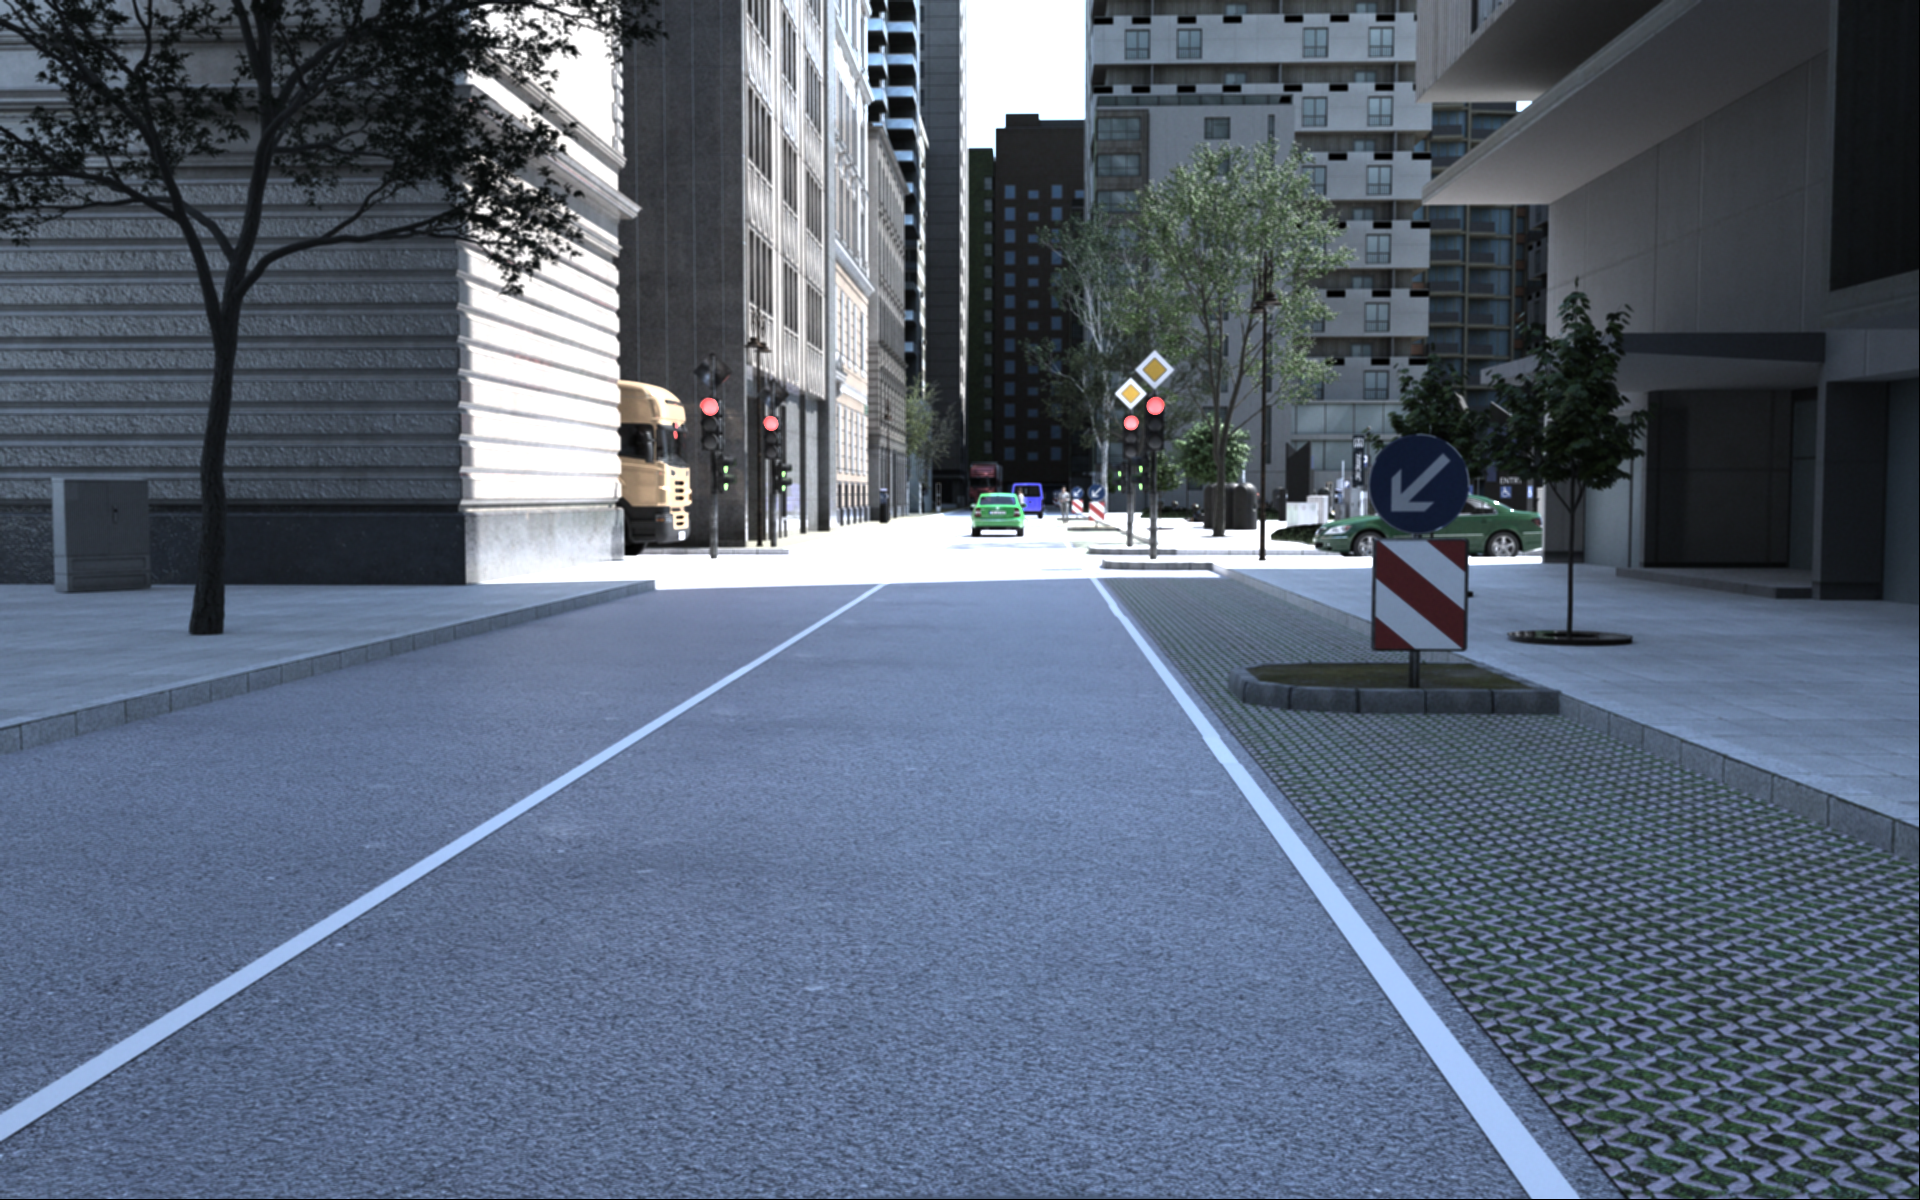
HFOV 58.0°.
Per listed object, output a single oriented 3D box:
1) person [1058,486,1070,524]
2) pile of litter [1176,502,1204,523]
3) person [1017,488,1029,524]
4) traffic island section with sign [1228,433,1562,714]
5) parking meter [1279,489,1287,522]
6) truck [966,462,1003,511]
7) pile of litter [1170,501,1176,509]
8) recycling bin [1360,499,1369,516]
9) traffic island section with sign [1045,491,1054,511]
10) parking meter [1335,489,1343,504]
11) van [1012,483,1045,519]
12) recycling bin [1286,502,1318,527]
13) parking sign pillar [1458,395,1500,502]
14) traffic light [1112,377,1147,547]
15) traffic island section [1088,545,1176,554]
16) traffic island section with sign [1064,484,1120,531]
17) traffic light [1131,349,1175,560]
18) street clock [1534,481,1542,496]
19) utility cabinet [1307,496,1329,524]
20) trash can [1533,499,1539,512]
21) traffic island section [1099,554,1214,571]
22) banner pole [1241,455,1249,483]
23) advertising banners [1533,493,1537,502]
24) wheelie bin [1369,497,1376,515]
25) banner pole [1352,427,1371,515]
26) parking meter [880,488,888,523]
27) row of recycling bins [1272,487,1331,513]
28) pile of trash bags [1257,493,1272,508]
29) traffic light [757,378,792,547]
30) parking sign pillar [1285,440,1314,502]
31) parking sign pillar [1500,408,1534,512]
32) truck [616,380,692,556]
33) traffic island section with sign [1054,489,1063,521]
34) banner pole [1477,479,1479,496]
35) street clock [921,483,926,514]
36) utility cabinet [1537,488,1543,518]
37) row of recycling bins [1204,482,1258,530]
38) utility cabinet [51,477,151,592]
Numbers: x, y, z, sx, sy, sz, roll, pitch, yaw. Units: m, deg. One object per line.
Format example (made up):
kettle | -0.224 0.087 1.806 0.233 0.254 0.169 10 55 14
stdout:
person | 4.998 -4.562 83.294 0.606 1.804 0.583 1 4 10
pile of litter | 10.845 -3.938 78.353 1.176 0.858 1.719 -2 4 -25
person | 2.836 -4.363 80.592 0.760 1.731 0.466 0 4 -5
traffic island section with sign | 2.939 -0.216 12.160 1.989 1.847 2.006 0 4 2
parking meter | 15.069 -4.427 80.792 0.372 1.533 0.369 0 3 0
truck | 2.295 -10.077 153.668 2.839 4.237 11.283 0 4 4
pile of litter | 13.230 -5.647 106.298 1.719 0.858 1.176 3 4 37
recycling bin | 23.004 -5.154 96.817 0.722 1.027 0.722 -1 4 -17
traffic island section with sign | 8.232 -8.250 143.522 1.989 1.847 2.006 0 4 2
parking meter | 18.006 -4.523 82.359 0.372 1.533 0.369 0 3 0
van | 3.877 -5.901 100.867 2.240 2.365 5.245 0 4 2
recycling bin | 10.631 -2.527 53.871 0.722 1.027 0.722 -2 4 -24
parking sign pillar | 12.932 -3.451 44.898 1.447 3.967 1.447 0 4 -2
traffic light | 4.085 -3.230 41.738 0.839 4.253 0.868 0 4 2
traffic island section | 4.125 -1.197 41.851 2.009 0.180 2.903 0 4 2
traffic island section with sign | 5.144 -3.567 66.942 1.989 1.847 2.006 0 4 2
traffic light | 3.763 -2.742 33.760 0.839 4.253 0.868 0 4 2
street clock | 23.469 -4.017 70.251 0.358 2.002 0.471 2 4 34
utility cabinet | 13.982 -3.463 67.782 0.306 1.237 1.020 -2 4 -26
trash can | 18.015 -2.651 55.001 0.748 1.137 0.748 0 3 0
traffic island section | 3.802 -0.709 33.872 2.009 0.180 2.903 0 4 2
banner pole | 17.763 -7.207 107.853 0.863 3.779 0.401 -3 5 -44
advertising banners | 34.316 -6.403 100.874 2.074 3.025 0.090 -1 4 -15
wheelie bin | 19.775 -4.549 82.280 0.980 1.594 0.693 2 4 25
banner pole | 14.959 -4.550 64.413 0.863 3.779 0.401 -1 4 -11
parking meter | -3.374 -4.180 76.749 0.372 1.533 0.369 0 3 0
row of recycling bins | 20.744 -6.003 105.258 3.534 1.692 1.069 1 4 15
pile of trash bags | 20.124 -6.331 113.268 1.912 1.369 3.447 -2 4 -28
traffic light | -4.520 -3.251 42.068 0.839 4.253 0.868 0 4 2
parking sign pillar | 17.760 -6.283 91.203 1.447 3.967 1.447 -2 4 -33
parking sign pillar | 15.889 -3.770 50.116 1.447 3.967 1.447 3 5 42
truck | -10.955 -2.984 37.702 11.283 4.237 2.839 0 4 4
traffic island section with sign | 6.230 -5.214 93.875 1.989 1.847 2.006 0 4 2
banner pole | 30.502 -6.845 101.940 0.401 3.779 0.863 1 4 17
street clock | -2.476 -6.702 114.145 0.471 2.002 0.358 -3 5 -45
utility cabinet | 20.831 -3.225 61.404 0.318 1.500 1.173 3 5 40
row of recycling bins | 9.782 -3.412 62.902 1.069 1.692 3.534 -1 4 -14
utility cabinet | -11.339 -0.870 22.906 0.318 1.500 1.173 2 4 31
